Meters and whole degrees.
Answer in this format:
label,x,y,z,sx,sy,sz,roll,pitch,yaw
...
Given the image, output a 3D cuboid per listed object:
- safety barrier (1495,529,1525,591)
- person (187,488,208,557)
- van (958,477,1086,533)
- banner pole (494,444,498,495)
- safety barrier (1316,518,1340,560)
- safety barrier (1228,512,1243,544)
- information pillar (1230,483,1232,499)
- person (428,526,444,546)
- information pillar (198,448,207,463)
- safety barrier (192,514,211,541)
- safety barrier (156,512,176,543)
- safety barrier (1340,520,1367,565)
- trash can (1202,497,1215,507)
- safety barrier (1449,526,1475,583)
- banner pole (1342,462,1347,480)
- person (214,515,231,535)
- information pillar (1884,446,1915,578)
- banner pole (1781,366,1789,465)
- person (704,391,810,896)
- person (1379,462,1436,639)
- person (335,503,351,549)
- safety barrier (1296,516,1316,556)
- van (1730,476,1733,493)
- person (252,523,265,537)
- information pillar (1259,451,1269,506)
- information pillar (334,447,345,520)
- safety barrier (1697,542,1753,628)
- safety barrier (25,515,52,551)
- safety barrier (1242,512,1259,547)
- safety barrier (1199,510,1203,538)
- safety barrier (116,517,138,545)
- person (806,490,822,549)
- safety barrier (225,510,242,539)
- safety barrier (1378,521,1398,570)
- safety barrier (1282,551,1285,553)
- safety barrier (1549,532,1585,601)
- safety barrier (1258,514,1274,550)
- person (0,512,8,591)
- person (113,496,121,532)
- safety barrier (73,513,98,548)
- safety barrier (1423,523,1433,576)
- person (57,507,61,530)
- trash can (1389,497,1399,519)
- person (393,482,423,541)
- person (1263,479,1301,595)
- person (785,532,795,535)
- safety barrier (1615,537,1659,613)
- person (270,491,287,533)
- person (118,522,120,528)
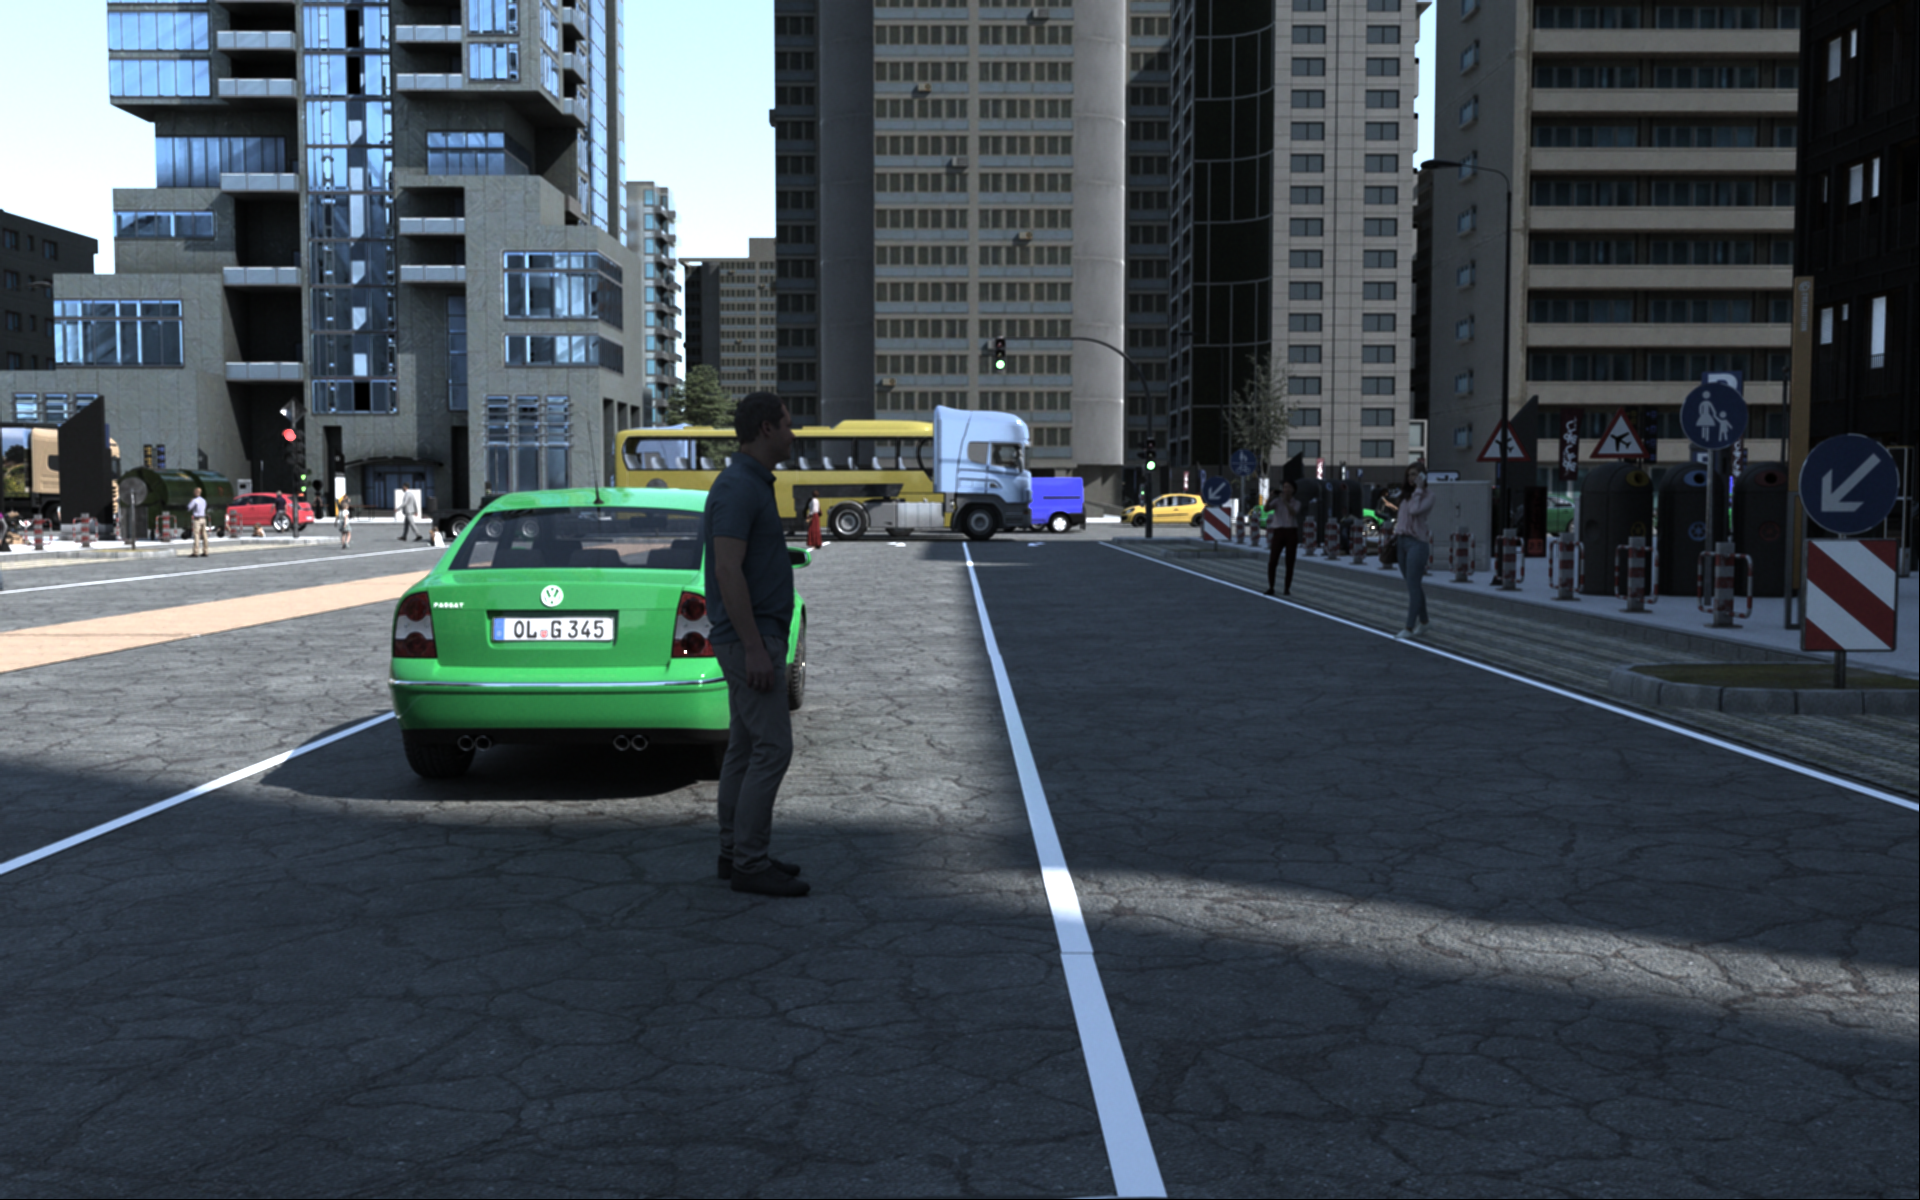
label,x,y,z,sx,sy,sz,roll,pitch,yaw
safety barrier,7.304,-0.535,23.026,0.300,0.817,1.120,0,4,0
person,-17.387,-1.770,39.500,0.319,1.574,0.516,2,4,24
van,1.961,-3.631,63.744,5.245,2.365,2.240,0,4,-2
banner pole,-23.375,-5.956,87.402,0.401,3.779,0.863,-1,4,-9
safety barrier,7.245,-1.187,33.690,0.300,0.817,1.120,0,4,0
safety barrier,7.189,-1.842,44.390,0.300,0.817,1.120,0,4,0
information pillar,17.742,-6.703,114.078,0.304,2.012,0.304,1,4,23
person,-14.456,-1.761,47.775,0.357,0.543,0.381,1,4,20
information pillar,-38.182,-5.872,87.368,0.504,3.616,0.183,1,4,10
safety barrier,-20.925,-2.049,47.770,0.300,0.817,1.120,0,4,0
safety barrier,-20.912,-1.918,45.633,0.300,0.817,1.120,0,4,0
safety barrier,7.256,-1.057,31.551,0.300,0.817,1.120,0,4,0
trash can,14.830,-5.555,102.471,0.748,1.137,0.748,0,3,0
safety barrier,7.290,-0.666,25.157,0.300,0.817,1.120,0,4,0
banner pole,30.296,-8.961,136.527,0.401,3.779,0.863,3,4,39
person,-25.854,-3.175,60.771,0.624,1.780,0.694,-1,4,-23
information pillar,14.426,-1.354,26.624,0.304,2.012,0.304,-3,5,-43
banner pole,16.025,-2.675,33.752,0.401,3.779,0.863,2,4,29
person,-0.726,0.139,6.358,0.434,1.807,0.598,0,4,8
person,4.543,-0.500,17.264,0.643,1.750,0.593,-2,4,-23
person,-16.132,-1.938,45.195,0.505,1.210,0.382,1,4,16
safety barrier,7.239,-1.318,35.829,0.300,0.817,1.120,0,4,0
van,26.894,-3.352,59.182,5.245,2.365,2.240,0,4,-2
person,-21.837,-2.137,53.912,0.381,0.543,0.357,3,5,40
information pillar,16.105,-6.135,91.659,0.504,3.616,0.183,1,4,20
information pillar,-31.082,-5.838,86.801,0.504,3.616,0.183,-1,4,-23
safety barrier,7.336,-0.144,16.624,0.300,0.817,1.120,0,4,0
safety barrier,-20.878,-1.527,39.240,0.300,0.817,1.120,0,4,0
safety barrier,7.198,-1.711,42.251,0.300,0.817,1.120,0,4,0
safety barrier,7.159,-2.233,50.783,0.300,0.817,1.120,0,4,0
safety barrier,-20.902,-1.788,43.502,0.300,0.817,1.120,0,4,0
person,-3.806,-2.097,45.246,0.387,1.526,0.523,1,4,13
safety barrier,-20.938,-2.180,49.913,0.300,0.817,1.120,0,4,0
safety barrier,7.269,-0.926,29.420,0.300,0.817,1.120,0,4,0
safety barrier,7.225,-1.449,37.971,0.300,0.817,1.120,0,4,0
safety barrier,7.315,-0.405,20.894,0.300,0.817,1.120,0,4,0
safety barrier,7.211,-1.581,40.119,0.300,0.817,1.120,0,4,0
person,-14.386,-0.842,25.507,0.776,1.435,0.726,2,4,31
person,-31.749,-3.448,65.449,0.480,1.755,0.524,2,4,31
safety barrier,-20.890,-1.657,41.371,0.300,0.817,1.120,0,4,0
safety barrier,7.278,-0.796,27.289,0.300,0.817,1.120,0,4,0
person,-28.087,-2.509,54.210,0.332,1.250,0.352,-1,4,-22
trash can,22.361,-4.729,88.979,0.748,1.137,0.748,0,3,0
person,-16.916,-2.715,53.166,0.850,1.792,0.678,0,4,3
person,4.557,-0.886,24.447,0.566,1.644,0.517,-2,4,-25
person,-5.947,-3.131,60.634,0.436,1.711,0.756,0,3,0
safety barrier,7.325,-0.274,18.758,0.300,0.817,1.120,0,4,0
person,-25.092,-3.248,63.807,0.569,1.553,0.471,-2,4,-27
person,-35.213,-3.796,72.770,0.471,1.553,0.569,-3,4,-37
